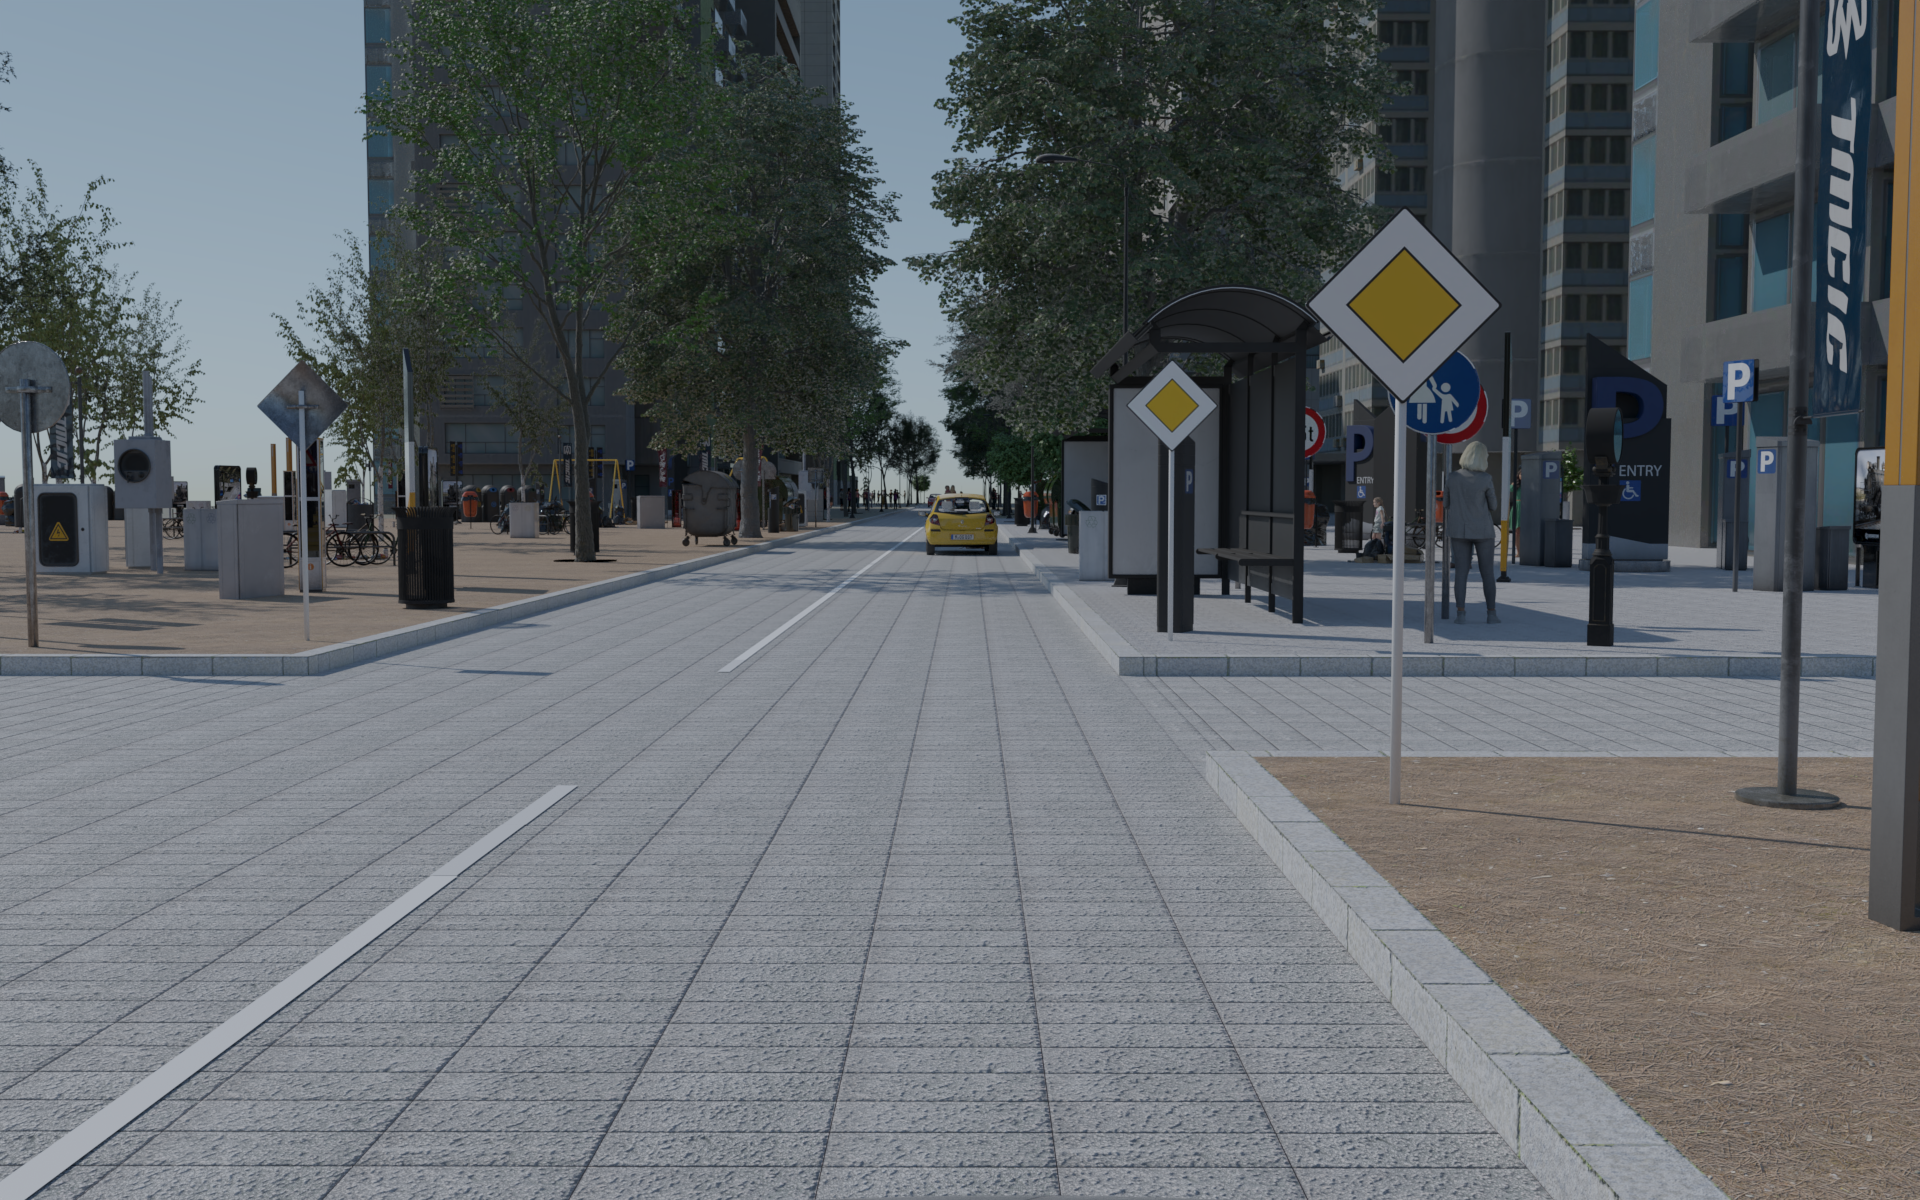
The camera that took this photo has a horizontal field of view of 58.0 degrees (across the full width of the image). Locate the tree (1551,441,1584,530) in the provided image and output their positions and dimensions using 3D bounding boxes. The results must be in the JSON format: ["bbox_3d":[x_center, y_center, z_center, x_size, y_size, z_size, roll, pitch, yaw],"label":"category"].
[{"bbox_3d":[22.064,-4.158,62.585,1.663,3.219,1.824,0,3,0],"label":"tree"}]

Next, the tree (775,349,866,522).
[{"bbox_3d":[-6.199,-7.823,78.265,4.360,8.622,3.978,0,3,0],"label":"tree"}]

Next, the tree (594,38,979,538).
[{"bbox_3d":[-6.127,-8.800,50.535,9.857,13.997,8.962,0,3,0],"label":"tree"}]

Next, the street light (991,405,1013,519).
[{"bbox_3d":[1.833,-5.138,56.555,1.470,5.913,1.316,0,4,0],"label":"street light"}]

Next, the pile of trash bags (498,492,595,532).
[{"bbox_3d":[-13.944,-3.004,58.861,3.447,1.369,1.912,1,4,19],"label":"pile of trash bags"}]

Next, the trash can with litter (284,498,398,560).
[{"bbox_3d":[-12.192,-1.415,34.194,2.233,1.210,1.678,0,4,-1],"label":"trash can with litter"}]

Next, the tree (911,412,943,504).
[{"bbox_3d":[-6.436,-13.018,147.261,8.767,10.594,7.601,-2,4,-34],"label":"tree"}]

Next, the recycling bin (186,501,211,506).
[{"bbox_3d":[-29.100,-3.283,66.229,0.722,1.027,0.722,-1,4,-8],"label":"recycling bin"}]

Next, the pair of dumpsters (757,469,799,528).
[{"bbox_3d":[-6.960,-3.787,64.415,1.574,2.255,4.437,0,3,0],"label":"pair of dumpsters"}]

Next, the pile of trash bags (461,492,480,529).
[{"bbox_3d":[-16.620,-3.315,63.945,3.447,1.369,1.912,-1,4,-18],"label":"pile of trash bags"}]

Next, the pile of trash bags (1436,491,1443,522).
[{"bbox_3d":[13.252,-2.598,52.236,1.912,1.369,3.447,-3,5,-41],"label":"pile of trash bags"}]

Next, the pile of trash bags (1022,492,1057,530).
[{"bbox_3d":[3.581,-3.220,62.406,3.447,1.369,1.912,-3,5,-42],"label":"pile of trash bags"}]

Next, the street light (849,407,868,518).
[{"bbox_3d":[-5.177,-7.289,91.720,1.470,5.913,1.316,0,4,0],"label":"street light"}]

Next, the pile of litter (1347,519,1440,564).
[{"bbox_3d":[8.151,-1.123,32.321,1.719,0.858,1.176,2,4,27],"label":"pile of litter"}]

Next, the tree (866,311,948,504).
[{"bbox_3d":[-6.987,-9.753,85.221,9.928,11.665,9.643,0,3,0],"label":"tree"}]

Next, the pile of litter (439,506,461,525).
[{"bbox_3d":[-21.575,-3.518,71.482,1.719,0.858,1.176,-1,4,-10],"label":"pile of litter"}]

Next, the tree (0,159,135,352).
[{"bbox_3d":[-19.739,-5.330,37.500,4.737,8.622,4.395,0,3,0],"label":"tree"}]

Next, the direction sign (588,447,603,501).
[{"bbox_3d":[-17.595,-5.607,83.664,0.379,3.537,0.876,3,4,38],"label":"direction sign"}]

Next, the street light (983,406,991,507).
[{"bbox_3d":[2.032,-7.188,90.062,1.470,5.913,1.316,0,4,0],"label":"street light"}]

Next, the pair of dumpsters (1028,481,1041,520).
[{"bbox_3d":[4.249,-5.107,85.991,1.574,2.255,4.437,0,4,0],"label":"pair of dumpsters"}]

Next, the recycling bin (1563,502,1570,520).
[{"bbox_3d":[20.281,-2.828,58.790,0.722,1.027,0.722,2,4,26],"label":"recycling bin"}]

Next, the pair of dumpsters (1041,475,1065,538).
[{"bbox_3d":[3.420,-3.070,52.682,1.574,2.255,4.437,0,4,0],"label":"pair of dumpsters"}]

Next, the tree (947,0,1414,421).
[{"bbox_3d":[3.445,-7.672,32.091,9.857,13.997,8.962,0,3,0],"label":"tree"}]

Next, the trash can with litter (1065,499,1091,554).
[{"bbox_3d":[2.749,-1.572,37.089,0.624,1.170,1.055,-3,5,-44],"label":"trash can with litter"}]

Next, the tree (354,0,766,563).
[{"bbox_3d":[-7.211,-6.527,32.467,9.928,11.665,9.643,0,3,0],"label":"tree"}]

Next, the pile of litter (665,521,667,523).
[{"bbox_3d":[-13.541,-3.811,76.277,1.176,0.858,1.719,-2,4,-29],"label":"pile of litter"}]

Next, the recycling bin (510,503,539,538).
[{"bbox_3d":[-12.749,-2.333,50.705,0.722,1.027,0.722,0,4,-3],"label":"recycling bin"}]

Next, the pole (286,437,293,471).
[{"bbox_3d":[-24.118,-4.189,62.326,0.158,3.312,0.155,0,3,0],"label":"pole"}]

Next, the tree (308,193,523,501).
[{"bbox_3d":[-13.144,-5.589,41.737,4.360,8.622,3.978,0,3,0],"label":"tree"}]

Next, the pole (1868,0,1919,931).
[{"bbox_3d":[2.827,-0.686,5.060,0.158,3.312,0.155,0,3,0],"label":"pole"}]

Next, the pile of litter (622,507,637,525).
[{"bbox_3d":[-13.956,-3.564,72.234,1.176,0.858,1.719,0,4,6],"label":"pile of litter"}]

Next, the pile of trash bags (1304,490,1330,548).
[{"bbox_3d":[8.241,-2.032,42.974,1.912,1.369,3.447,0,4,-3],"label":"pile of trash bags"}]

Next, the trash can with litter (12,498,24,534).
[{"bbox_3d":[-30.176,-2.811,57.018,2.233,1.210,1.678,-3,5,-44],"label":"trash can with litter"}]

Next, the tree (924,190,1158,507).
[{"bbox_3d":[3.651,-9.544,66.417,12.009,13.543,11.850,0,3,0],"label":"tree"}]

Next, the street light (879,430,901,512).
[{"bbox_3d":[-5.105,-9.291,124.452,1.470,5.913,1.316,0,4,0],"label":"street light"}]

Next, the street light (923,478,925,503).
[{"bbox_3d":[-4.670,-14.372,207.523,1.470,5.913,1.316,0,4,0],"label":"street light"}]

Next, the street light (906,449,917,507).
[{"bbox_3d":[-4.928,-11.314,157.519,1.470,5.913,1.316,0,4,0],"label":"street light"}]

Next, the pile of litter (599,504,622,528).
[{"bbox_3d":[-13.967,-3.202,66.324,1.719,0.858,1.176,0,4,-5],"label":"pile of litter"}]

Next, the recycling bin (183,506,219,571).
[{"bbox_3d":[-12.573,-1.019,29.218,0.722,1.027,0.722,1,4,10],"label":"recycling bin"}]

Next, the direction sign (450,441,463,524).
[{"bbox_3d":[-21.675,-5.053,74.607,0.379,3.537,0.876,1,4,18],"label":"direction sign"}]

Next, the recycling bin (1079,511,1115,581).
[{"bbox_3d":[2.136,-0.810,25.796,0.722,1.027,0.722,0,4,3],"label":"recycling bin"}]

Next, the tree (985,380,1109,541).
[{"bbox_3d":[3.419,-3.932,48.003,4.285,4.588,4.351,0,3,0],"label":"tree"}]

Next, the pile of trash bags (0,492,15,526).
[{"bbox_3d":[-37.407,-3.637,69.213,3.447,1.369,1.912,2,4,26],"label":"pile of trash bags"}]

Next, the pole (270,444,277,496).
[{"bbox_3d":[-27.751,-4.663,70.075,0.158,3.312,0.155,0,3,0],"label":"pole"}]

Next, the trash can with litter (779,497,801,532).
[{"bbox_3d":[-5.921,-2.897,58.758,1.055,1.170,0.624,2,4,30],"label":"trash can with litter"}]

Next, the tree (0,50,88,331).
[{"bbox_3d":[-19.336,-5.841,29.908,8.767,10.594,7.601,0,4,6],"label":"tree"}]

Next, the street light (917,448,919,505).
[{"bbox_3d":[-4.788,-12.361,174.645,1.470,5.913,1.316,0,4,0],"label":"street light"}]

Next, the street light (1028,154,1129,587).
[{"bbox_3d":[1.732,-3.137,23.824,1.470,5.913,1.316,0,4,0],"label":"street light"}]
